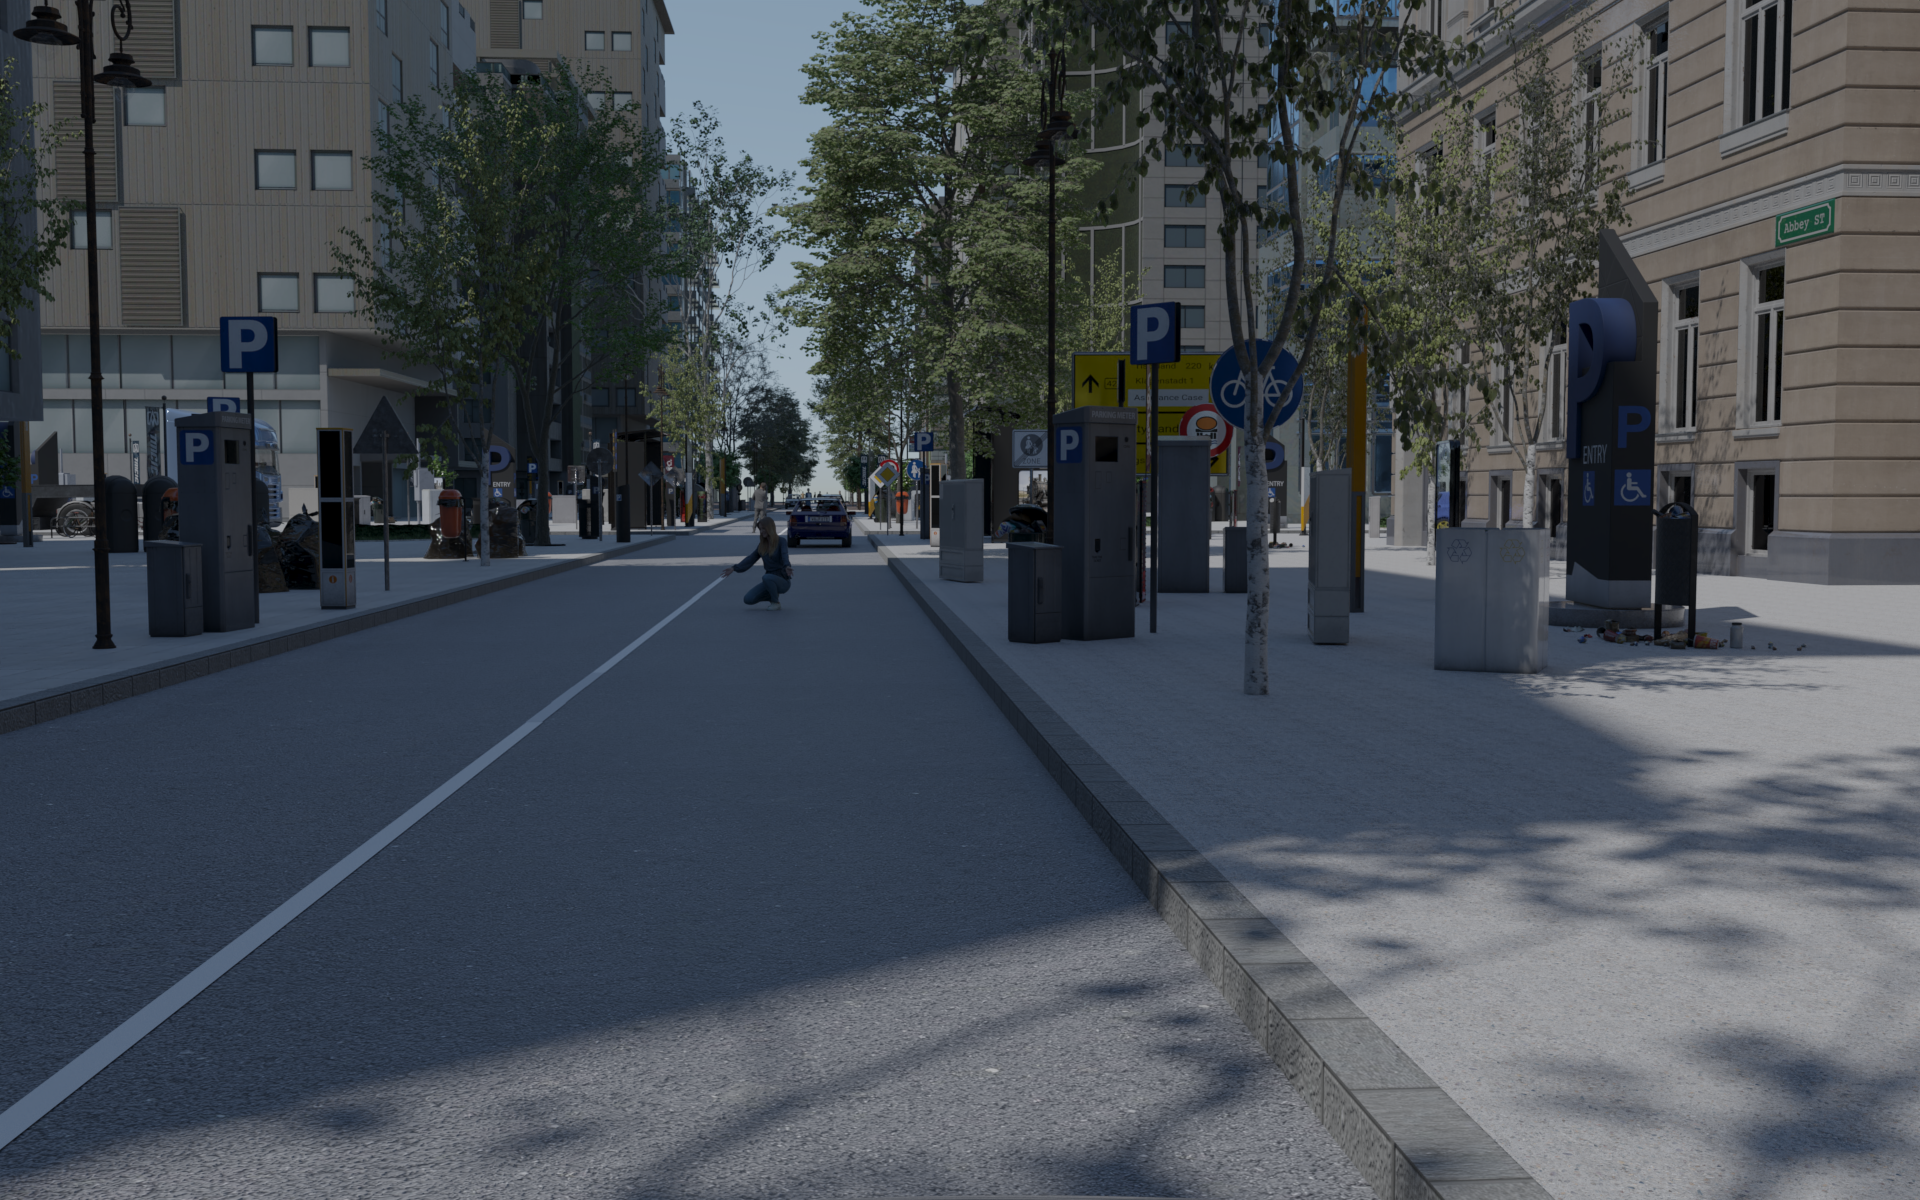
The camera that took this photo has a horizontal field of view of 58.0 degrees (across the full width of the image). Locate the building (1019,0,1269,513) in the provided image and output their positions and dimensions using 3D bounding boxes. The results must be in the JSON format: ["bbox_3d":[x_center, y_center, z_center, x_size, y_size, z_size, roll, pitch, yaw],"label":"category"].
[{"bbox_3d":[13.406,-42.093,126.469,20.563,71.187,20.611,0,4,-4],"label":"building"}]

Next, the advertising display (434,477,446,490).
[{"bbox_3d":[-19.516,-3.630,64.572,0.974,1.923,0.123,3,4,37],"label":"advertising display"}]

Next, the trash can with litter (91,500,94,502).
[{"bbox_3d":[-34.120,-3.460,67.966,0.624,1.170,1.055,3,5,42],"label":"trash can with litter"}]

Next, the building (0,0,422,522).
[{"bbox_3d":[-40.502,-30.525,88.322,28.713,52.752,27.495,0,4,-4],"label":"building"}]

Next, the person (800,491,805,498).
[{"bbox_3d":[-20.629,-13.393,227.562,1.348,1.812,0.705,1,4,12],"label":"person"}]

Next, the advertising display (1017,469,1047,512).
[{"bbox_3d":[1.949,-2.399,44.430,0.974,1.923,0.123,1,4,22],"label":"advertising display"}]

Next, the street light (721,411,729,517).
[{"bbox_3d":[-13.074,-7.562,96.429,0.468,5.910,1.993,0,4,-4],"label":"street light"}]

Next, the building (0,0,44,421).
[{"bbox_3d":[-26.728,-21.334,32.408,14.086,41.232,14.154,0,4,-4],"label":"building"}]

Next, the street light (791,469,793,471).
[{"bbox_3d":[-24.893,-17.356,256.553,0.468,5.910,1.993,0,4,-4],"label":"street light"}]

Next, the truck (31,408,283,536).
[{"bbox_3d":[-30.633,-3.967,54.620,18.799,4.110,2.967,0,4,-6],"label":"truck"}]

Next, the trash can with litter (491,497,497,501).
[{"bbox_3d":[-17.900,-3.361,66.335,0.624,1.170,1.055,0,4,2],"label":"trash can with litter"}]

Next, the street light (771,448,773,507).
[{"bbox_3d":[-18.781,-12.238,172.874,0.468,5.910,1.993,0,4,-4],"label":"street light"}]

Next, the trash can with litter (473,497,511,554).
[{"bbox_3d":[-10.424,-1.622,37.579,2.233,1.210,1.678,-2,4,-30],"label":"trash can with litter"}]

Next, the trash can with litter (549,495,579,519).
[{"bbox_3d":[-20.934,-4.817,89.807,2.233,1.210,1.678,-2,4,-33],"label":"trash can with litter"}]

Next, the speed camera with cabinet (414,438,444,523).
[{"bbox_3d":[-18.719,-4.085,61.118,0.660,3.252,2.038,-2,4,-31],"label":"speed camera with cabinet"}]

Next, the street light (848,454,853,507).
[{"bbox_3d":[-10.919,-12.452,176.384,0.468,5.910,1.993,0,4,-4],"label":"street light"}]

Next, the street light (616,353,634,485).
[{"bbox_3d":[-9.667,-4.735,50.204,0.468,5.910,1.993,0,4,-4],"label":"street light"}]

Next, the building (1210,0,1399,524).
[{"bbox_3d":[28.320,-47.176,84.005,31.000,86.520,22.319,0,4,-4],"label":"building"}]

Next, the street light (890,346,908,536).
[{"bbox_3d":[-1.793,-4.907,53.025,0.468,5.910,1.993,0,4,-4],"label":"street light"}]

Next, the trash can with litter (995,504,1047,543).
[{"bbox_3d":[0.910,-0.528,20.022,0.624,1.170,1.055,2,4,30],"label":"trash can with litter"}]

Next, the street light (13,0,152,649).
[{"bbox_3d":[-7.114,-2.534,14.220,0.468,5.910,1.993,0,4,-4],"label":"street light"}]

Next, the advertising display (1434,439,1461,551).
[{"bbox_3d":[5.868,-0.959,20.887,0.123,1.923,0.974,0,4,5],"label":"advertising display"}]

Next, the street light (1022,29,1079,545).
[{"bbox_3d":[0.946,-2.757,17.862,0.468,5.910,1.993,0,4,-4],"label":"street light"}]

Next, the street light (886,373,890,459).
[{"bbox_3d":[-2.647,-5.643,65.051,0.468,5.910,1.993,0,4,-4],"label":"street light"}]

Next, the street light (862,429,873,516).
[{"bbox_3d":[-5.249,-7.794,100.224,0.468,5.910,1.993,0,4,-4],"label":"street light"}]

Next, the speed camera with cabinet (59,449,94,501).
[{"bbox_3d":[-38.468,-4.972,75.632,2.038,3.252,0.660,1,4,11],"label":"speed camera with cabinet"}]

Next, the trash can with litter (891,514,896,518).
[{"bbox_3d":[-3.608,-4.993,93.022,0.624,1.170,1.055,-2,4,-29],"label":"trash can with litter"}]

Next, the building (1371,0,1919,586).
[{"bbox_3d":[17.657,-15.146,33.545,13.634,28.700,20.117,0,4,-4],"label":"building"}]

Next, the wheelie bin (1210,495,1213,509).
[{"bbox_3d":[7.127,-2.688,51.864,0.693,1.594,0.980,-3,5,-42],"label":"wheelie bin"}]

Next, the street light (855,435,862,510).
[{"bbox_3d":[-7.830,-9.946,135.398,0.468,5.910,1.993,0,4,-4],"label":"street light"}]

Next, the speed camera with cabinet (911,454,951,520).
[{"bbox_3d":[-1.352,-5.534,84.823,2.038,3.252,0.660,0,4,-3],"label":"speed camera with cabinet"}]

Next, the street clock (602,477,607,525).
[{"bbox_3d":[-14.855,-4.107,71.715,0.471,2.002,0.358,1,4,9],"label":"street clock"}]

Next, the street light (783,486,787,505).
[{"bbox_3d":[-22.200,-15.178,220.947,0.468,5.910,1.993,0,4,-4],"label":"street light"}]

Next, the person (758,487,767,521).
[{"bbox_3d":[-8.809,-4.184,77.006,0.767,1.812,0.694,-1,4,-13],"label":"person"}]

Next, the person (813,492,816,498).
[{"bbox_3d":[-22.628,-15.942,269.705,0.434,1.755,0.990,0,4,-3],"label":"person"}]

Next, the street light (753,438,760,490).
[{"bbox_3d":[-16.149,-10.080,137.603,0.468,5.910,1.993,0,4,-4],"label":"street light"}]

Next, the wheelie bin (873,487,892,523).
[{"bbox_3d":[-3.432,-4.261,77.568,0.693,1.594,0.980,2,4,33],"label":"wheelie bin"}]

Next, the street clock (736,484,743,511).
[{"bbox_3d":[-16.426,-7.613,129.049,0.358,2.002,0.471,3,4,38],"label":"street clock"}]

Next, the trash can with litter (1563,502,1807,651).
[{"bbox_3d":[6.119,-0.248,15.116,1.678,1.210,2.233,-1,4,-10],"label":"trash can with litter"}]

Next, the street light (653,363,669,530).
[{"bbox_3d":[-10.537,-5.411,61.251,0.468,5.910,1.993,0,4,-4],"label":"street light"}]

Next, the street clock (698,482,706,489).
[{"bbox_3d":[-15.533,-6.105,104.389,0.471,2.002,0.358,1,4,14],"label":"street clock"}]

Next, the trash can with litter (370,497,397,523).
[{"bbox_3d":[-25.119,-3.918,75.451,0.624,1.170,1.055,3,4,38],"label":"trash can with litter"}]

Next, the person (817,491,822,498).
[{"bbox_3d":[-15.058,-10.890,187.079,0.617,1.759,0.750,2,4,28],"label":"person"}]

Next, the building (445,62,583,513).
[{"bbox_3d":[-34.219,-21.263,119.355,14.160,30.474,14.107,0,4,-4],"label":"building"}]

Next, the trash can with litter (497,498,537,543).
[{"bbox_3d":[-11.385,-2.057,45.012,1.055,1.170,0.624,3,5,41],"label":"trash can with litter"}]

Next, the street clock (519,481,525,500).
[{"bbox_3d":[-24.054,-5.539,95.127,0.358,2.002,0.471,-1,4,-17],"label":"street clock"}]

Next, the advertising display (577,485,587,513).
[{"bbox_3d":[-25.944,-6.986,119.432,0.974,1.923,0.123,-1,4,-17],"label":"advertising display"}]

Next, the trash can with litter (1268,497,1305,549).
[{"bbox_3d":[7.464,-1.876,41.727,1.678,1.210,2.233,1,4,13],"label":"trash can with litter"}]
